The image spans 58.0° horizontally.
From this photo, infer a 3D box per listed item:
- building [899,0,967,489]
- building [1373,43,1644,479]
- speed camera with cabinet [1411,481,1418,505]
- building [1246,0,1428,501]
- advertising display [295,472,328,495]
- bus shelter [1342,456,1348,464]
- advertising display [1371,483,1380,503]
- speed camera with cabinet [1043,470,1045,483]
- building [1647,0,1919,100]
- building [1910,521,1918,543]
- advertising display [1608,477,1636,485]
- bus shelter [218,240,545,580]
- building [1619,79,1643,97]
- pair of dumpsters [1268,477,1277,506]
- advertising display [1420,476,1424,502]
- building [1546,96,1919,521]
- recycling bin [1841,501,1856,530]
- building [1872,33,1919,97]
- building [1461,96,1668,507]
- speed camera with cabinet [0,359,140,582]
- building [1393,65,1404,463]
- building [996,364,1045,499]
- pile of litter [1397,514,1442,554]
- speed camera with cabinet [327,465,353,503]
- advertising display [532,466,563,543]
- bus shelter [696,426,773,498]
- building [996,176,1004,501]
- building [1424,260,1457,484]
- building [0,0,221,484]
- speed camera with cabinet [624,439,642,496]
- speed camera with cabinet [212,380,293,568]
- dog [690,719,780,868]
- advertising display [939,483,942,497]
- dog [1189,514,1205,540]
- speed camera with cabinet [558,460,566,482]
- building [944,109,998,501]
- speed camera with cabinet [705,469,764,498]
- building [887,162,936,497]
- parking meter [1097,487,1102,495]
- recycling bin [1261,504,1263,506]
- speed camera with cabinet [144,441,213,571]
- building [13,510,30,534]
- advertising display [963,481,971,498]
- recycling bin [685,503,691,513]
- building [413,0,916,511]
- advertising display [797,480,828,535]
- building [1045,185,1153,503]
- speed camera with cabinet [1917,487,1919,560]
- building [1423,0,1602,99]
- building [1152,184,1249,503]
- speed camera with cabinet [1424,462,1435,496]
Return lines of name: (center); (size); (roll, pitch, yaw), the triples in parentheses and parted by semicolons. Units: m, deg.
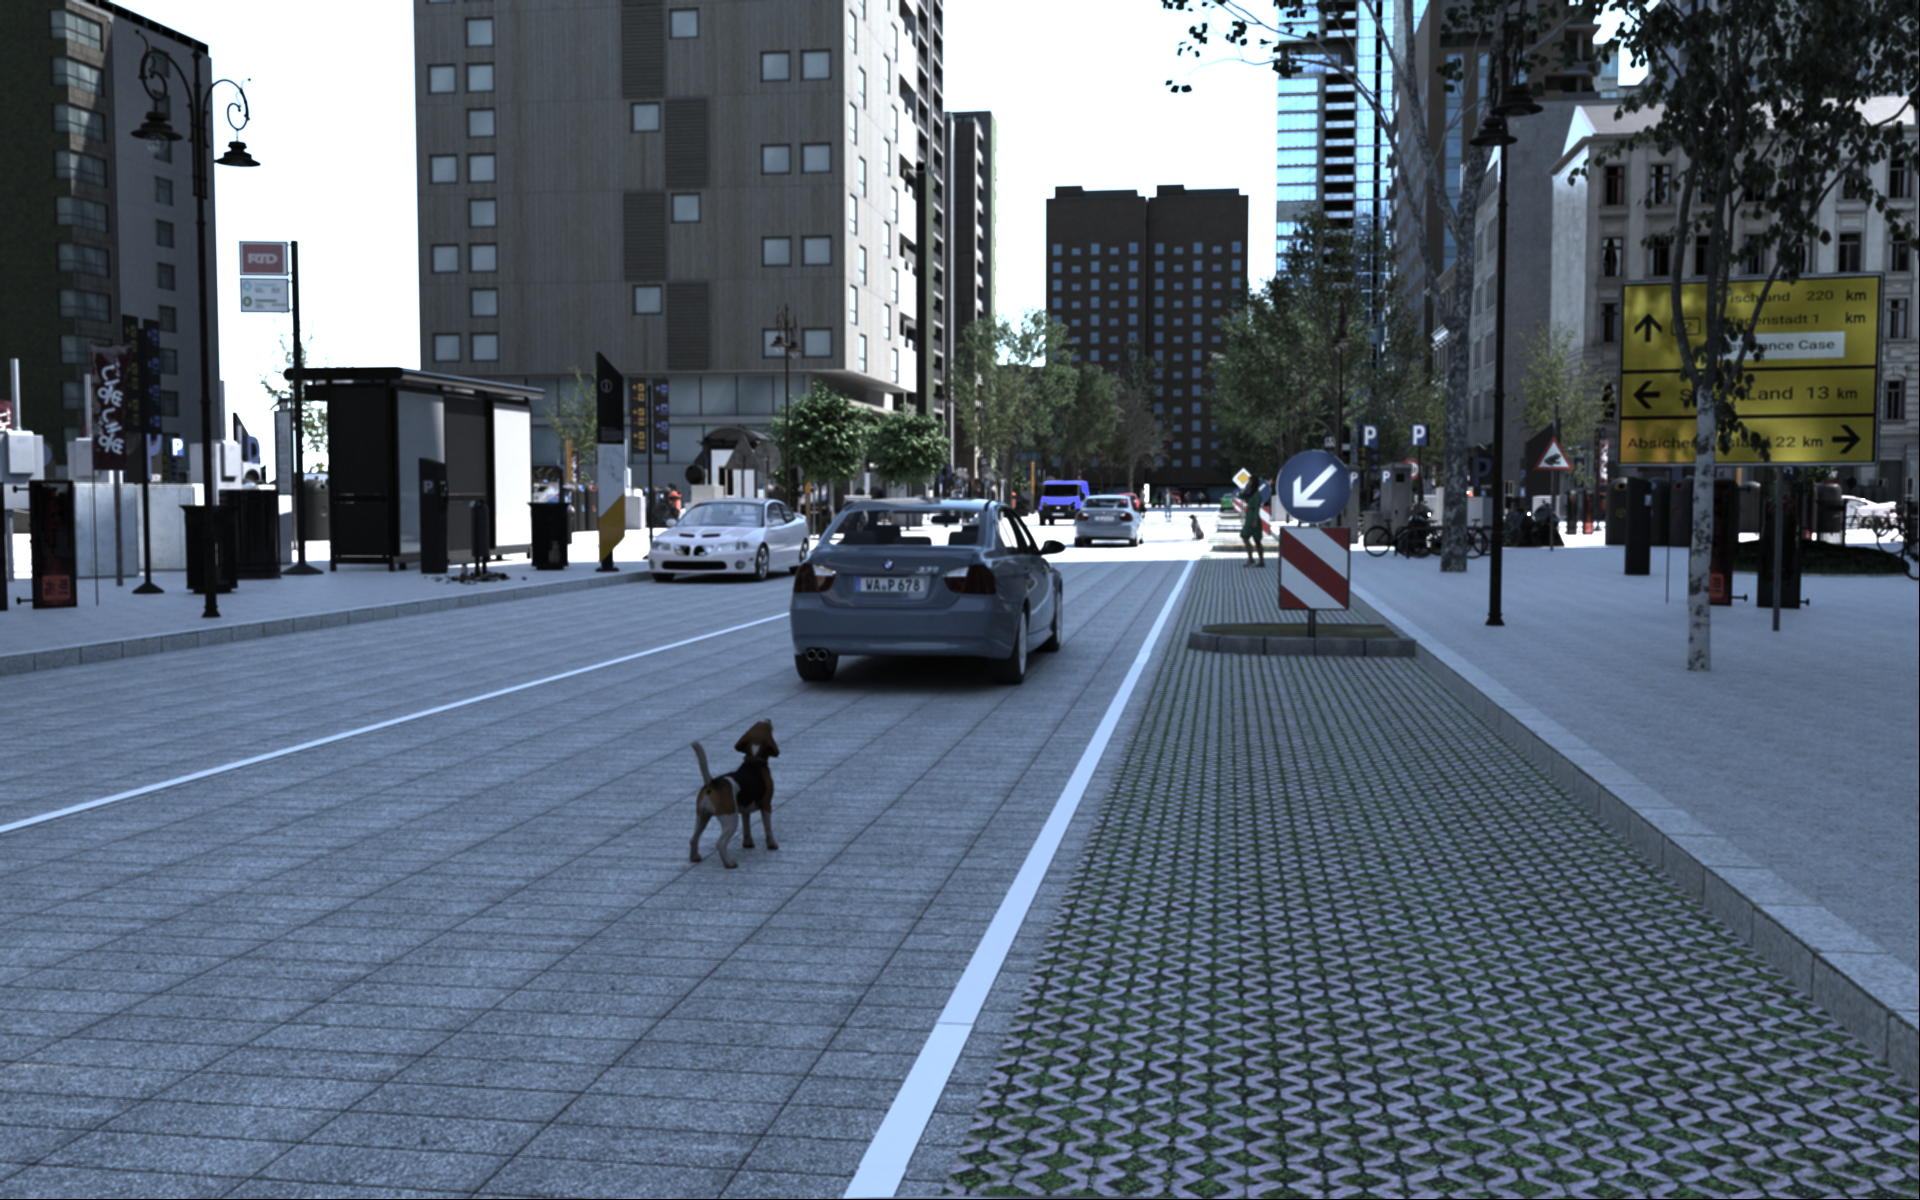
building: (-10.125, -44.272, 162.091); (20.563, 71.187, 20.611); (1, 4, 9)
building: (58.196, -34.821, 188.927); (23.786, 49.044, 30.456); (1, 4, 9)
speed camera with cabinet: (31.965, -7.971, 124.658); (2.038, 3.252, 0.660); (-2, 4, -25)
building: (57.401, -57.349, 250.331); (31.000, 86.520, 22.319); (1, 4, 9)
advertising display: (-18.867, -2.768, 50.473); (0.974, 1.923, 0.123); (-2, 4, -29)
bus shelter: (22.122, -6.857, 103.388); (1.731, 3.624, 6.357); (1, 4, 9)
advertising display: (25.087, -6.077, 104.578); (0.123, 1.923, 0.974); (3, 5, 39)
speed camera with cabinet: (6.674, -9.010, 141.643); (0.660, 3.252, 2.038); (0, 4, 2)
building: (91.399, -39.525, 188.238); (28.212, 58.520, 21.231); (1, 4, 9)
building: (33.213, -29.985, 32.261); (21.231, 58.520, 28.212); (1, 4, 9)
advertising display: (24.337, -3.578, 63.711); (0.974, 1.923, 0.123); (1, 4, 14)
bus shelter: (-9.918, -3.203, 29.998); (2.179, 5.291, 8.768); (1, 4, 9)
building: (87.930, -43.079, 246.338); (28.212, 58.520, 21.231); (1, 4, 9)
pair of dumpsters: (19.095, -6.180, 103.540); (1.574, 2.255, 4.437); (1, 4, 9)
advertising display: (16.181, -3.396, 60.736); (0.123, 1.923, 0.974); (1, 4, 16)
building: (39.798, -14.574, 87.438); (18.267, 20.994, 9.793); (1, 4, 9)
recycling bin: (31.592, -3.031, 62.112); (0.722, 1.027, 0.722); (-2, 4, -26)
building: (66.465, -17.355, 88.262); (34.151, 26.468, 19.350); (1, 4, 9)
building: (40.185, -18.077, 113.585); (12.078, 24.808, 19.932); (1, 4, 9)
speed camera with cabinet: (-13.523, -1.939, 26.044); (0.660, 3.252, 2.038); (3, 5, 39)
building: (49.947, -31.657, 167.698); (14.600, 45.320, 14.200); (1, 4, 9)
building: (-0.224, -25.657, 264.537); (28.899, 21.520, 27.650); (1, 4, 9)
pile of litter: (10.195, -1.451, 37.688); (1.719, 0.858, 1.176); (-2, 4, -30)
speed camera with cabinet: (-18.712, -3.552, 52.415); (0.660, 3.252, 2.038); (-1, 4, -11)
advertising display: (-9.478, -2.092, 39.412); (0.974, 1.923, 0.123); (1, 4, 19)
bus shelter: (-6.489, -3.712, 54.612); (2.014, 3.302, 5.546); (1, 4, 9)
building: (-9.140, -33.574, 203.555); (28.867, 44.769, 22.147); (1, 4, 9)
building: (42.928, -18.215, 133.976); (11.583, 22.565, 21.152); (1, 4, 9)
building: (-54.420, -20.267, 103.073); (14.107, 30.474, 14.160); (1, 4, 9)
speed camera with cabinet: (-12.195, -4.219, 63.322); (0.660, 3.252, 2.038); (0, 4, 7)
speed camera with cabinet: (-12.745, -2.226, 30.731); (0.660, 3.252, 2.038); (1, 4, 15)
dog: (-0.893, 0.761, 6.851); (0.406, 0.507, 0.540); (-1, 4, -17)
advertising display: (-0.935, -5.837, 100.642); (0.123, 1.923, 0.974); (-2, 4, -26)
dog: (7.353, -2.260, 53.792); (0.513, 0.831, 0.800); (1, 4, 8)
speed camera with cabinet: (-22.275, -6.421, 99.323); (2.038, 3.252, 0.660); (0, 4, -2)
building: (-3.949, -30.384, 180.370); (14.154, 41.232, 14.086); (1, 4, 9)
speed camera with cabinet: (-7.954, -4.087, 61.157); (2.038, 3.252, 0.660); (-2, 4, -33)
building: (-10.120, -22.863, 145.507); (14.160, 30.474, 14.107); (1, 4, 9)
parking meter: (11.545, -8.397, 143.002); (0.399, 1.863, 0.255); (1, 4, 9)
recycling bin: (22.023, -6.959, 126.336); (0.722, 1.027, 0.722); (2, 4, 32)
speed camera with cabinet: (-13.713, -2.114, 28.898); (2.038, 3.252, 0.660); (0, 4, -4)
building: (-39.229, -21.422, 42.132); (23.993, 40.220, 32.217); (1, 4, 9)
advertising display: (0.268, -4.289, 75.333); (0.123, 1.923, 0.974); (-1, 4, -17)
recycling bin: (-7.496, -2.298, 50.133); (0.722, 1.027, 0.722); (-3, 4, -36)
building: (-18.050, -32.229, 116.177); (28.713, 52.752, 27.495); (1, 4, 9)
advertising display: (-4.608, -2.986, 54.032); (0.974, 1.923, 0.123); (-1, 4, -9)
building: (20.219, -36.891, 253.281); (14.200, 45.320, 14.600); (1, 4, 9)
speed camera with cabinet: (18.957, -2.307, 32.050); (2.038, 3.252, 0.660); (3, 4, 39)
building: (47.645, -30.801, 153.711); (14.600, 45.320, 14.200); (1, 4, 9)
building: (34.642, -36.830, 252.274); (14.200, 45.320, 14.600); (1, 4, 9)
speed camera with cabinet: (30.008, -6.983, 108.516); (2.038, 3.252, 0.660); (0, 4, -3)
